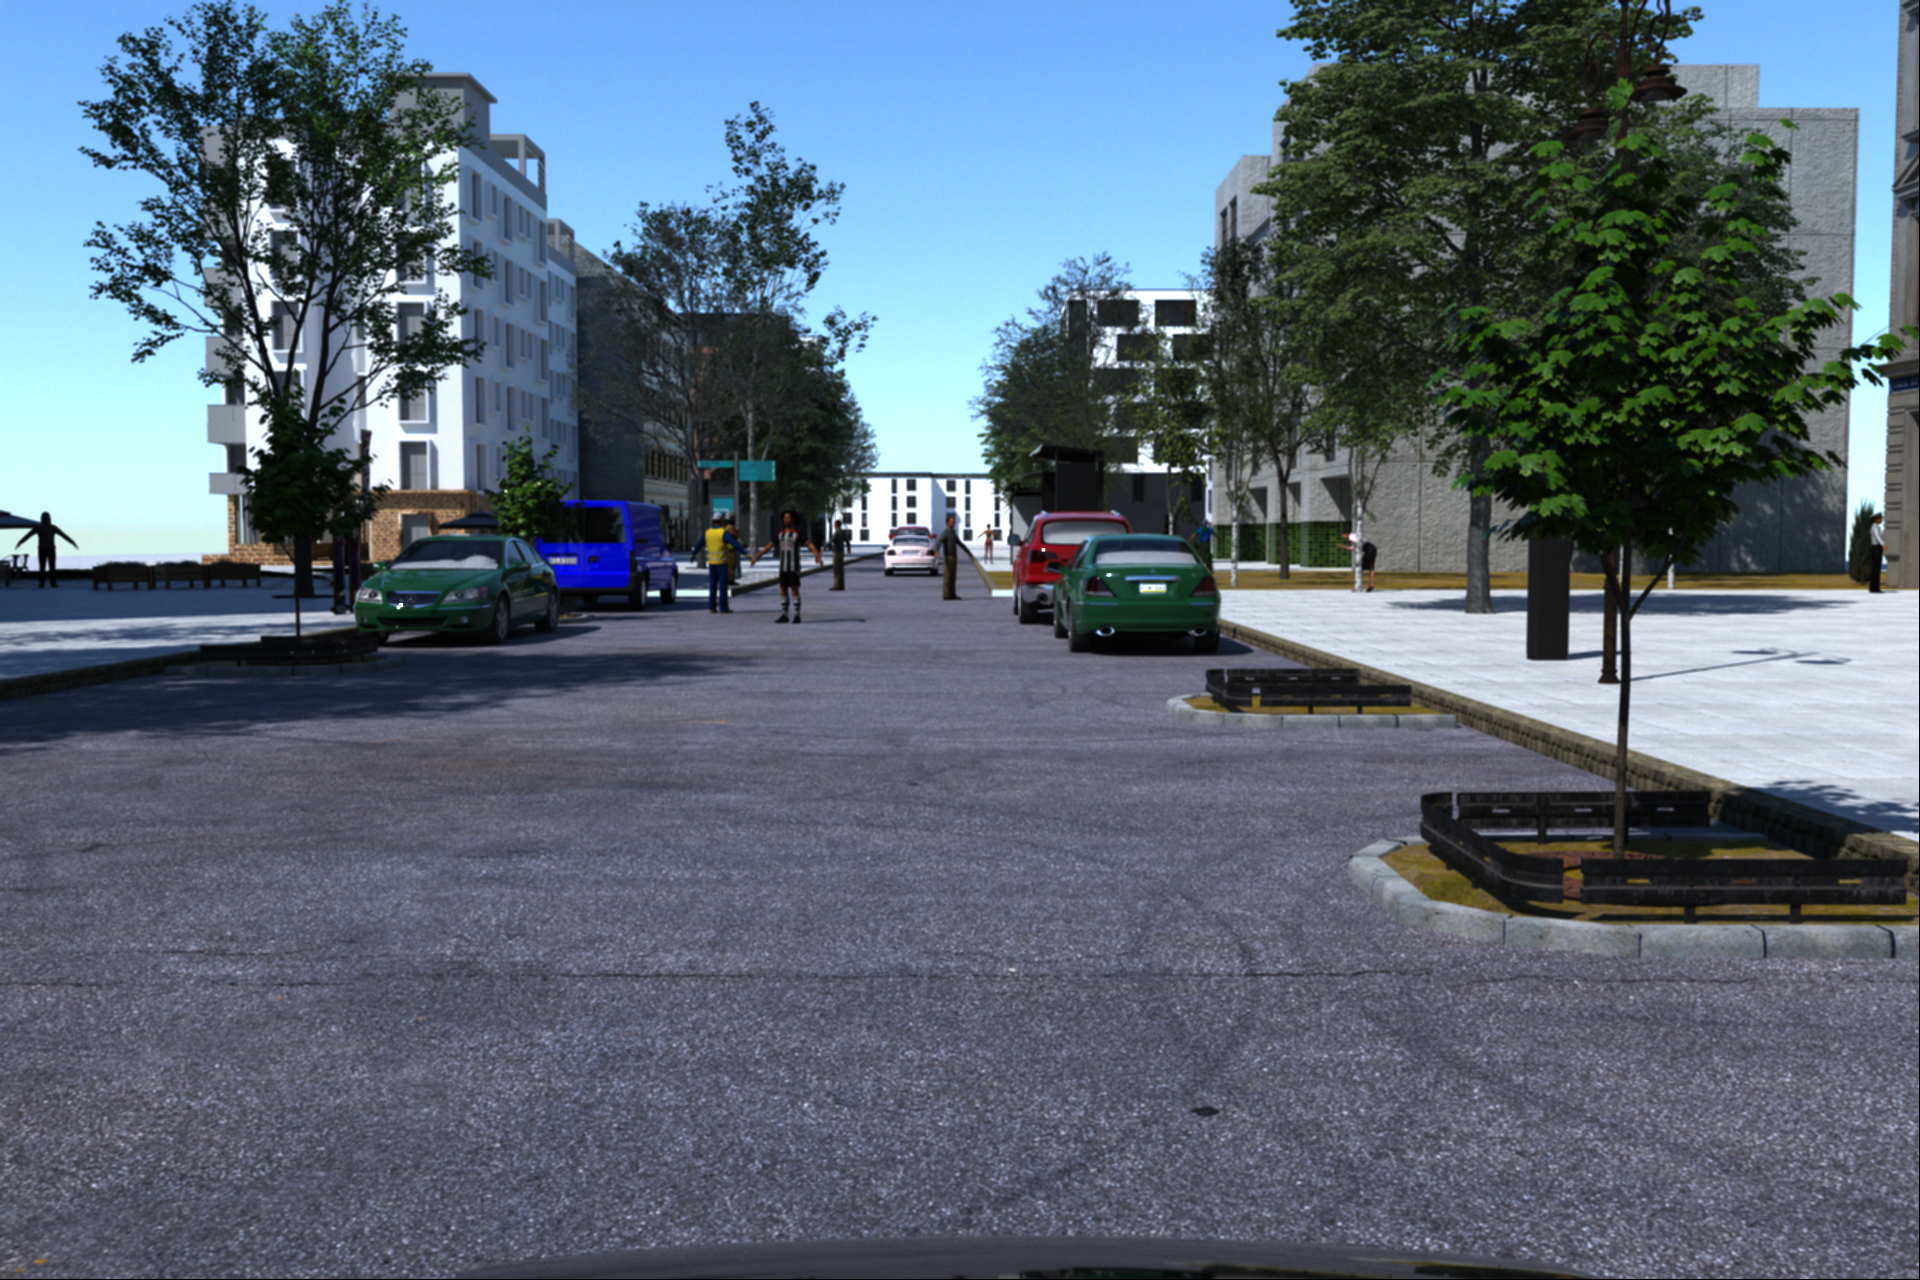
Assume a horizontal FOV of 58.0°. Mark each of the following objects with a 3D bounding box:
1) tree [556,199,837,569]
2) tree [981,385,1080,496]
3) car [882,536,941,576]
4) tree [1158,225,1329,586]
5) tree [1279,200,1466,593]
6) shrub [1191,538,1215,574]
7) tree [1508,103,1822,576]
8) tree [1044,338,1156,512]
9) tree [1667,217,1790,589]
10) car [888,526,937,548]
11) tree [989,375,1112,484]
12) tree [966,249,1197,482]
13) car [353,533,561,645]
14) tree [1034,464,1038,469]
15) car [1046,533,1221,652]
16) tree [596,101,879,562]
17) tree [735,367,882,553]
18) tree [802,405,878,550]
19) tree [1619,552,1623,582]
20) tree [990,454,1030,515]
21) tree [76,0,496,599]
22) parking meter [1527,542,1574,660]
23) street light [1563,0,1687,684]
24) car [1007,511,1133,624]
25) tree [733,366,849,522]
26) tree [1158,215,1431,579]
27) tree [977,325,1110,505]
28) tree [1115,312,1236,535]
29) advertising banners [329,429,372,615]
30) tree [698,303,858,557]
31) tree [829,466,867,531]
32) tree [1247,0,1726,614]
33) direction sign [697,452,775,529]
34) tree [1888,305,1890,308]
[{"bbox_3d":[-9.603,-9.374,63.642,12.009,13.543,11.850,0,3,0],"label":"tree"},{"bbox_3d":[5.294,-11.682,116.749,9.928,11.665,9.643,0,3,0],"label":"tree"},{"bbox_3d":[-1.688,-2.934,60.330,2.083,1.381,4.827,0,4,-1],"label":"car"},{"bbox_3d":[6.498,-5.621,42.258,4.360,8.622,3.978,0,3,0],"label":"tree"},{"bbox_3d":[8.521,-5.347,37.781,4.360,8.622,3.978,0,3,0],"label":"tree"},{"bbox_3d":[5.972,-1.998,43.781,1.383,1.207,1.383,0,3,0],"label":"shrub"},{"bbox_3d":[20.857,-8.954,53.056,9.857,13.997,8.962,0,3,0],"label":"tree"},{"bbox_3d":[4.919,-7.066,65.894,4.360,8.622,3.978,0,3,0],"label":"tree"},{"bbox_3d":[16.662,-5.523,40.668,4.360,8.622,3.978,0,3,0],"label":"tree"},{"bbox_3d":[-2.215,-4.463,81.643,2.281,1.827,5.304,0,4,-1],"label":"car"},{"bbox_3d":[5.621,-11.060,106.581,9.928,11.665,9.643,0,3,0],"label":"tree"},{"bbox_3d":[5.361,-10.076,75.105,12.009,13.543,11.850,0,3,0],"label":"tree"},{"bbox_3d":[-6.844,-0.744,23.970,2.131,1.459,4.920,0,4,0],"label":"car"},{"bbox_3d":[5.532,-11.483,138.107,4.737,8.622,4.395,0,3,0],"label":"tree"},{"bbox_3d":[2.221,-0.651,22.445,2.131,1.459,4.920,0,4,-1],"label":"car"},{"bbox_3d":[-10.139,-13.622,78.615,12.611,20.169,13.585,0,3,0],"label":"tree"},{"bbox_3d":[-10.288,-12.634,116.934,12.009,13.543,11.850,0,3,0],"label":"tree"},{"bbox_3d":[-10.235,-12.892,136.540,9.928,11.665,9.643,0,3,0],"label":"tree"},{"bbox_3d":[17.675,-5.821,45.539,4.737,8.622,4.395,0,3,0],"label":"tree"},{"bbox_3d":[4.754,-11.860,144.269,4.737,8.622,4.395,0,3,0],"label":"tree"},{"bbox_3d":[-13.210,-6.644,34.389,9.928,11.665,9.643,0,3,0],"label":"tree"},{"bbox_3d":[6.016,-0.730,17.646,0.399,1.863,0.255,0,4,0],"label":"parking meter"},{"bbox_3d":[5.588,-2.565,14.732,0.468,5.910,1.993,0,3,0],"label":"street light"},{"bbox_3d":[1.948,-1.252,29.137,2.281,1.827,5.304,0,4,0],"label":"car"},{"bbox_3d":[-10.833,-11.489,105.979,7.486,12.596,7.792,0,3,0],"label":"tree"},{"bbox_3d":[9.441,-7.033,49.405,8.767,10.594,7.601,2,4,27],"label":"tree"},{"bbox_3d":[4.504,-10.789,94.521,7.486,12.596,7.792,0,3,0],"label":"tree"},{"bbox_3d":[7.368,-6.599,58.264,4.737,8.622,4.395,0,3,0],"label":"tree"},{"bbox_3d":[-9.952,-1.970,28.404,0.090,3.025,2.074,0,4,-1],"label":"advertising banners"},{"bbox_3d":[-9.994,-11.545,95.421,9.857,13.997,8.962,0,3,0],"label":"tree"},{"bbox_3d":[-10.697,-11.962,145.948,4.360,8.622,3.978,0,3,0],"label":"tree"},{"bbox_3d":[8.085,-6.683,27.402,7.486,12.596,7.792,0,3,0],"label":"tree"},{"bbox_3d":[-7.238,-4.156,56.719,2.525,3.948,1.411,0,4,0],"label":"direction sign"},{"bbox_3d":[26.283,-5.797,45.137,4.737,8.622,4.395,0,3,0],"label":"tree"}]
